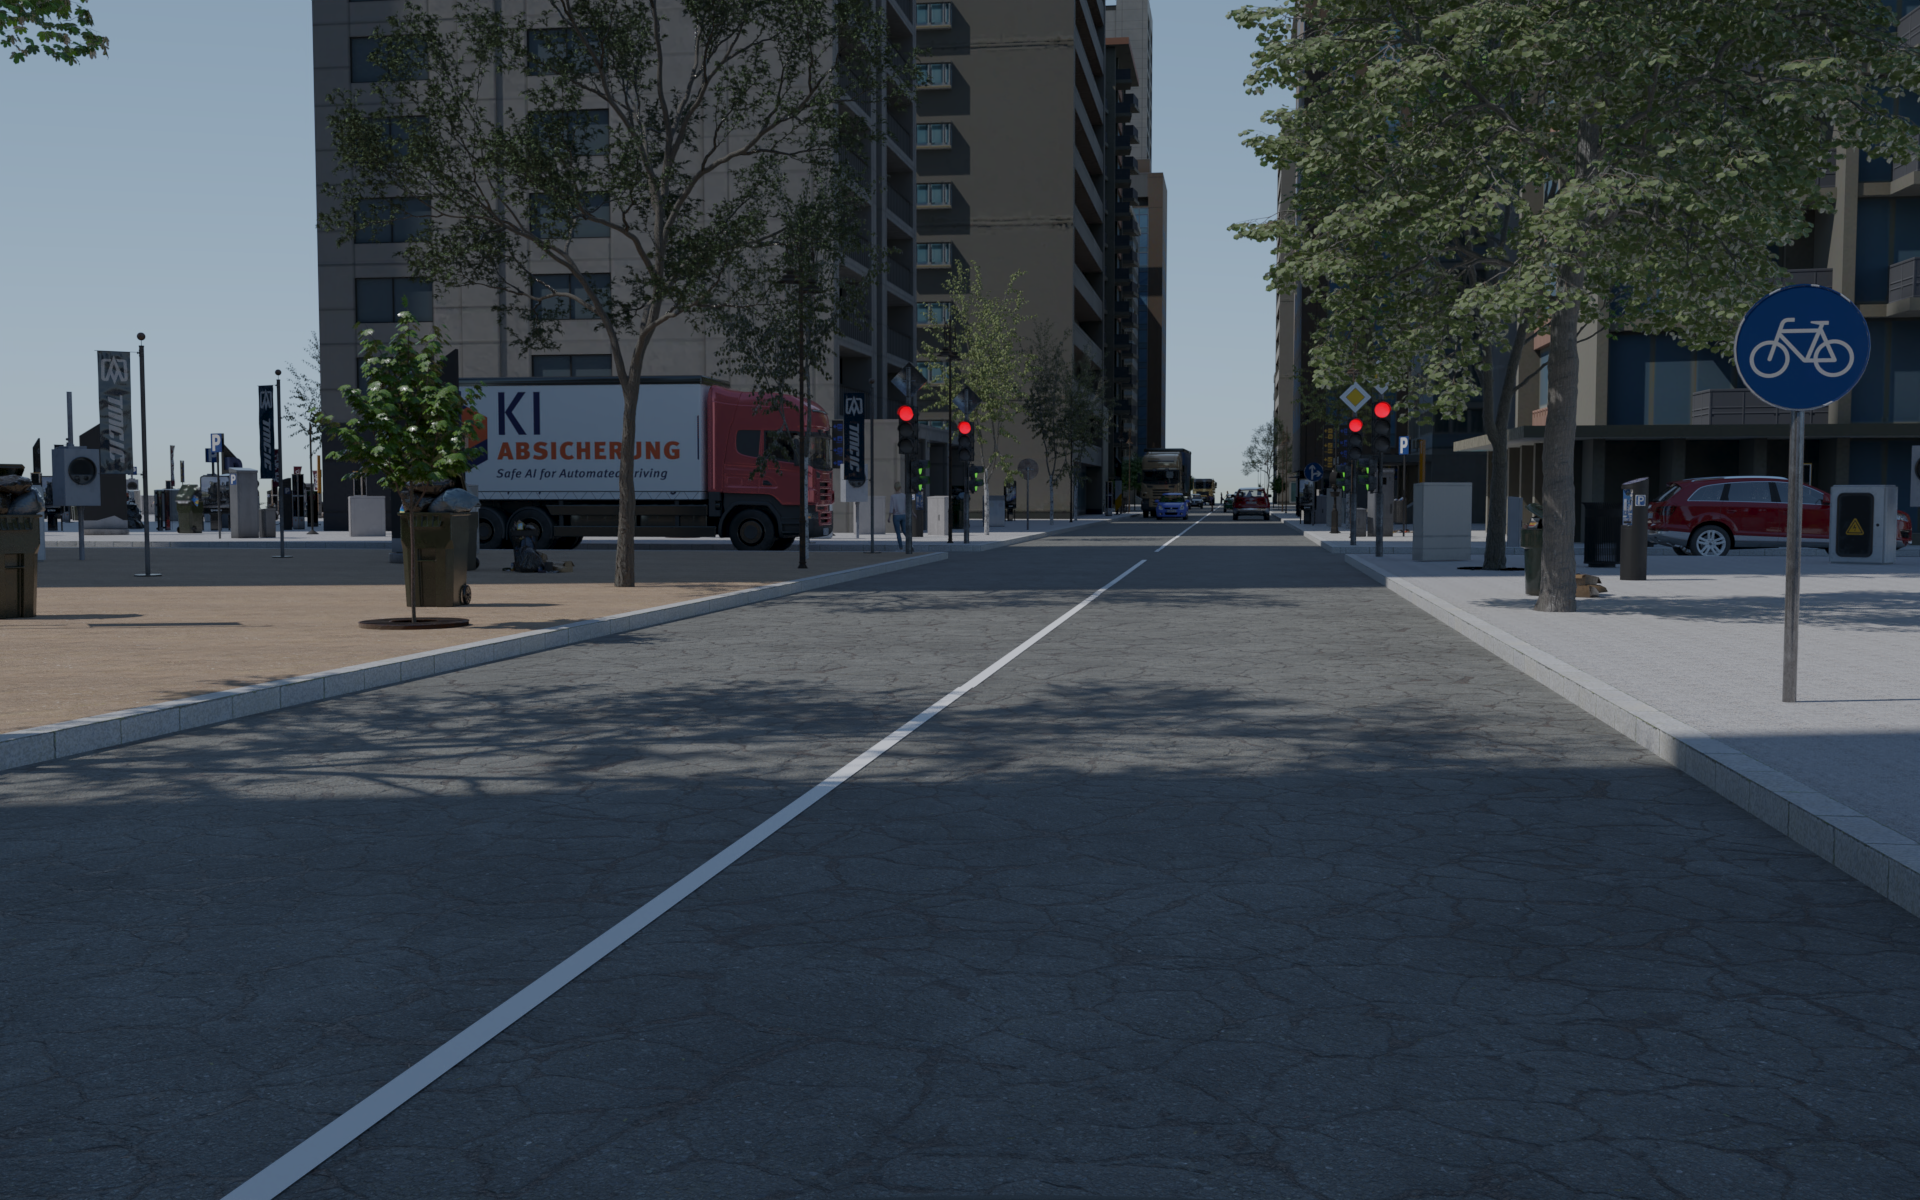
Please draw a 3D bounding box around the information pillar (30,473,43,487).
[{"bbox_3d":[-31.510,-3.342,59.136,0.304,2.012,0.304,-1,4,-14],"label":"information pillar"}]

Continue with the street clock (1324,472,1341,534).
[{"bbox_3d":[12.153,-3.154,56.144,0.358,2.002,0.471,2,4,31],"label":"street clock"}]

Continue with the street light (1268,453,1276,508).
[{"bbox_3d":[28.681,-11.347,158.304,0.468,5.910,1.993,1,4,9],"label":"street light"}]

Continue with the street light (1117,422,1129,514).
[{"bbox_3d":[10.357,-8.471,111.281,0.468,5.910,1.993,1,4,9],"label":"street light"}]

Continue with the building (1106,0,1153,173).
[{"bbox_3d":[19.796,-49.902,254.145,20.563,71.187,20.611,1,4,9],"label":"building"}]

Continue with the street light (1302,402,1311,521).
[{"bbox_3d":[16.643,-6.763,83.365,0.468,5.910,1.993,1,4,9],"label":"street light"}]

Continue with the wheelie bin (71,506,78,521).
[{"bbox_3d":[-42.621,-4.640,83.772,0.693,1.594,0.980,-3,5,-43],"label":"wheelie bin"}]

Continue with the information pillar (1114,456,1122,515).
[{"bbox_3d":[9.805,-7.091,107.290,0.183,3.616,0.504,-3,5,-40],"label":"information pillar"}]

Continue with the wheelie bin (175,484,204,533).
[{"bbox_3d":[-25.151,-2.975,56.547,0.980,1.594,0.693,1,4,18],"label":"wheelie bin"}]

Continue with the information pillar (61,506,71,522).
[{"bbox_3d":[-41.405,-4.626,80.130,0.304,2.012,0.304,2,4,32],"label":"information pillar"}]

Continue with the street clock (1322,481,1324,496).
[{"bbox_3d":[16.870,-4.601,79.801,0.358,2.002,0.471,0,4,7],"label":"street clock"}]

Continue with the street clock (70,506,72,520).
[{"bbox_3d":[-44.753,-5.056,87.238,0.471,2.002,0.358,-2,4,-35],"label":"street clock"}]

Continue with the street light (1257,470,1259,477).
[{"bbox_3d":[41.967,-16.450,241.736,0.468,5.910,1.993,1,4,9],"label":"street light"}]

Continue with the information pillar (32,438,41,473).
[{"bbox_3d":[-38.376,-4.936,72.064,0.183,3.616,0.504,0,4,1],"label":"information pillar"}]

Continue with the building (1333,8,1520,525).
[{"bbox_3d":[33.603,-23.608,77.865,32.217,40.220,23.993,1,4,9],"label":"building"}]

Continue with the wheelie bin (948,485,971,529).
[{"bbox_3d":[-0.032,-3.400,63.494,0.980,1.594,0.693,2,4,35],"label":"wheelie bin"}]

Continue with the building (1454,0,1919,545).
[{"bbox_3d":[30.135,-24.224,50.689,28.867,44.769,22.147,1,4,9],"label":"building"}]

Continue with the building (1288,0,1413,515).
[{"bbox_3d":[27.813,-27.884,106.019,14.600,45.320,14.200,1,4,9],"label":"building"}]

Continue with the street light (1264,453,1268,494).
[{"bbox_3d":[34.036,-13.407,191.991,0.468,5.910,1.993,1,4,9],"label":"street light"}]

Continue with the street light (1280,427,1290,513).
[{"bbox_3d":[23.358,-9.327,125.290,0.468,5.910,1.993,1,4,9],"label":"street light"}]

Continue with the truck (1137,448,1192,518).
[{"bbox_3d":[12.888,-7.292,108.129,2.839,4.237,11.283,1,4,11],"label":"truck"}]

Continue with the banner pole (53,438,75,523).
[{"bbox_3d":[-39.854,-5.320,76.991,0.401,3.779,0.863,2,4,30],"label":"banner pole"}]

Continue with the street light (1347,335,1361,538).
[{"bbox_3d":[11.430,-4.743,50.333,0.468,5.910,1.993,1,4,9],"label":"street light"}]

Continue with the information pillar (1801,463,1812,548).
[{"bbox_3d":[20.236,-2.271,41.629,0.304,2.012,0.304,1,4,11],"label":"information pillar"}]

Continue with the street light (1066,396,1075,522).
[{"bbox_3d":[5.032,-6.451,78.267,0.468,5.910,1.993,1,4,9],"label":"street light"}]

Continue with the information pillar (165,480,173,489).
[{"bbox_3d":[-42.210,-5.383,92.500,0.304,2.012,0.304,0,4,-6],"label":"information pillar"}]

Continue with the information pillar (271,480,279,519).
[{"bbox_3d":[-35.215,-5.170,89.014,0.304,2.012,0.304,-2,4,-28],"label":"information pillar"}]

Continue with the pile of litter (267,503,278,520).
[{"bbox_3d":[-33.863,-4.318,84.572,1.176,0.858,1.719,0,4,-5],"label":"pile of litter"}]

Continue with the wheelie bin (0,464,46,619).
[{"bbox_3d":[-9.939,-0.613,17.933,0.693,1.594,0.980,2,4,27],"label":"wheelie bin"}]

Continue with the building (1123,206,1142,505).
[{"bbox_3d":[9.670,-32.172,217.894,32.217,40.220,23.993,1,4,9],"label":"building"}]

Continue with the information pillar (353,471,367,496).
[{"bbox_3d":[-19.315,-3.137,55.783,0.304,2.012,0.304,1,4,10],"label":"information pillar"}]

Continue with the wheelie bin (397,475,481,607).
[{"bbox_3d":[-5.982,-0.728,19.817,0.980,1.594,0.693,0,4,4],"label":"wheelie bin"}]

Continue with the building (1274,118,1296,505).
[{"bbox_3d":[49.732,-35.987,212.091,21.300,48.544,21.600,1,4,9],"label":"building"}]

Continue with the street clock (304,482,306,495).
[{"bbox_3d":[-39.522,-6.084,104.050,0.358,2.002,0.471,1,4,18],"label":"street clock"}]

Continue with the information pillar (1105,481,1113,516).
[{"bbox_3d":[8.820,-6.059,103.550,0.304,2.012,0.304,0,4,7],"label":"information pillar"}]

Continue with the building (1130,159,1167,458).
[{"bbox_3d":[20.871,-35.826,235.862,14.600,45.320,14.200,1,4,9],"label":"building"}]

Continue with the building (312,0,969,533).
[{"bbox_3d":[-10.405,-38.416,66.360,20.563,71.187,20.611,1,4,9],"label":"building"}]

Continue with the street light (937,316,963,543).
[{"bbox_3d":[-0.256,-4.422,45.090,0.468,5.910,1.993,1,4,9],"label":"street light"}]

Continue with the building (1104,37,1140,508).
[{"bbox_3d":[5.620,-31.278,166.015,22.147,44.769,28.867,1,4,9],"label":"building"}]

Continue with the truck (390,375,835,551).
[{"bbox_3d":[-8.122,-3.266,42.316,11.283,4.237,2.839,1,4,9],"label":"truck"}]

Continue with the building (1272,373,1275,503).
[{"bbox_3d":[57.293,-24.014,237.668,27.650,21.520,28.899,1,4,9],"label":"building"}]

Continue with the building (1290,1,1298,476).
[{"bbox_3d":[47.816,-35.749,173.727,28.713,52.752,27.495,1,4,9],"label":"building"}]

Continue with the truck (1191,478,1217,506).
[{"bbox_3d":[30.511,-13.497,216.600,3.469,3.379,9.791,1,4,10],"label":"truck"}]

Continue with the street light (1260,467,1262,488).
[{"bbox_3d":[36.649,-14.396,208.155,0.468,5.910,1.993,1,4,9],"label":"street light"}]

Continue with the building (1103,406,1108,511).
[{"bbox_3d":[0.969,-50.309,135.225,22.319,86.520,31.000,1,4,9],"label":"building"}]

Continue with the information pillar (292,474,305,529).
[{"bbox_3d":[-24.015,-3.570,62.859,0.304,2.012,0.304,2,4,26],"label":"information pillar"}]

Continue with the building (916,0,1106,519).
[{"bbox_3d":[-3.162,-29.062,98.864,21.300,48.544,21.600,1,4,9],"label":"building"}]

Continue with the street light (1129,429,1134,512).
[{"bbox_3d":[11.828,-9.046,120.691,0.468,5.910,1.993,1,4,9],"label":"street light"}]

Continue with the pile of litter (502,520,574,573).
[{"bbox_3d":[-7.007,-0.907,28.797,1.176,0.858,1.719,-1,4,-16],"label":"pile of litter"}]

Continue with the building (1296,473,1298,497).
[{"bbox_3d":[37.225,-28.783,154.193,14.154,41.232,14.086,1,4,9],"label":"building"}]

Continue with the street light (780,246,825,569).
[{"bbox_3d":[-2.715,-3.481,29.703,0.468,5.910,1.993,1,4,9],"label":"street light"}]
